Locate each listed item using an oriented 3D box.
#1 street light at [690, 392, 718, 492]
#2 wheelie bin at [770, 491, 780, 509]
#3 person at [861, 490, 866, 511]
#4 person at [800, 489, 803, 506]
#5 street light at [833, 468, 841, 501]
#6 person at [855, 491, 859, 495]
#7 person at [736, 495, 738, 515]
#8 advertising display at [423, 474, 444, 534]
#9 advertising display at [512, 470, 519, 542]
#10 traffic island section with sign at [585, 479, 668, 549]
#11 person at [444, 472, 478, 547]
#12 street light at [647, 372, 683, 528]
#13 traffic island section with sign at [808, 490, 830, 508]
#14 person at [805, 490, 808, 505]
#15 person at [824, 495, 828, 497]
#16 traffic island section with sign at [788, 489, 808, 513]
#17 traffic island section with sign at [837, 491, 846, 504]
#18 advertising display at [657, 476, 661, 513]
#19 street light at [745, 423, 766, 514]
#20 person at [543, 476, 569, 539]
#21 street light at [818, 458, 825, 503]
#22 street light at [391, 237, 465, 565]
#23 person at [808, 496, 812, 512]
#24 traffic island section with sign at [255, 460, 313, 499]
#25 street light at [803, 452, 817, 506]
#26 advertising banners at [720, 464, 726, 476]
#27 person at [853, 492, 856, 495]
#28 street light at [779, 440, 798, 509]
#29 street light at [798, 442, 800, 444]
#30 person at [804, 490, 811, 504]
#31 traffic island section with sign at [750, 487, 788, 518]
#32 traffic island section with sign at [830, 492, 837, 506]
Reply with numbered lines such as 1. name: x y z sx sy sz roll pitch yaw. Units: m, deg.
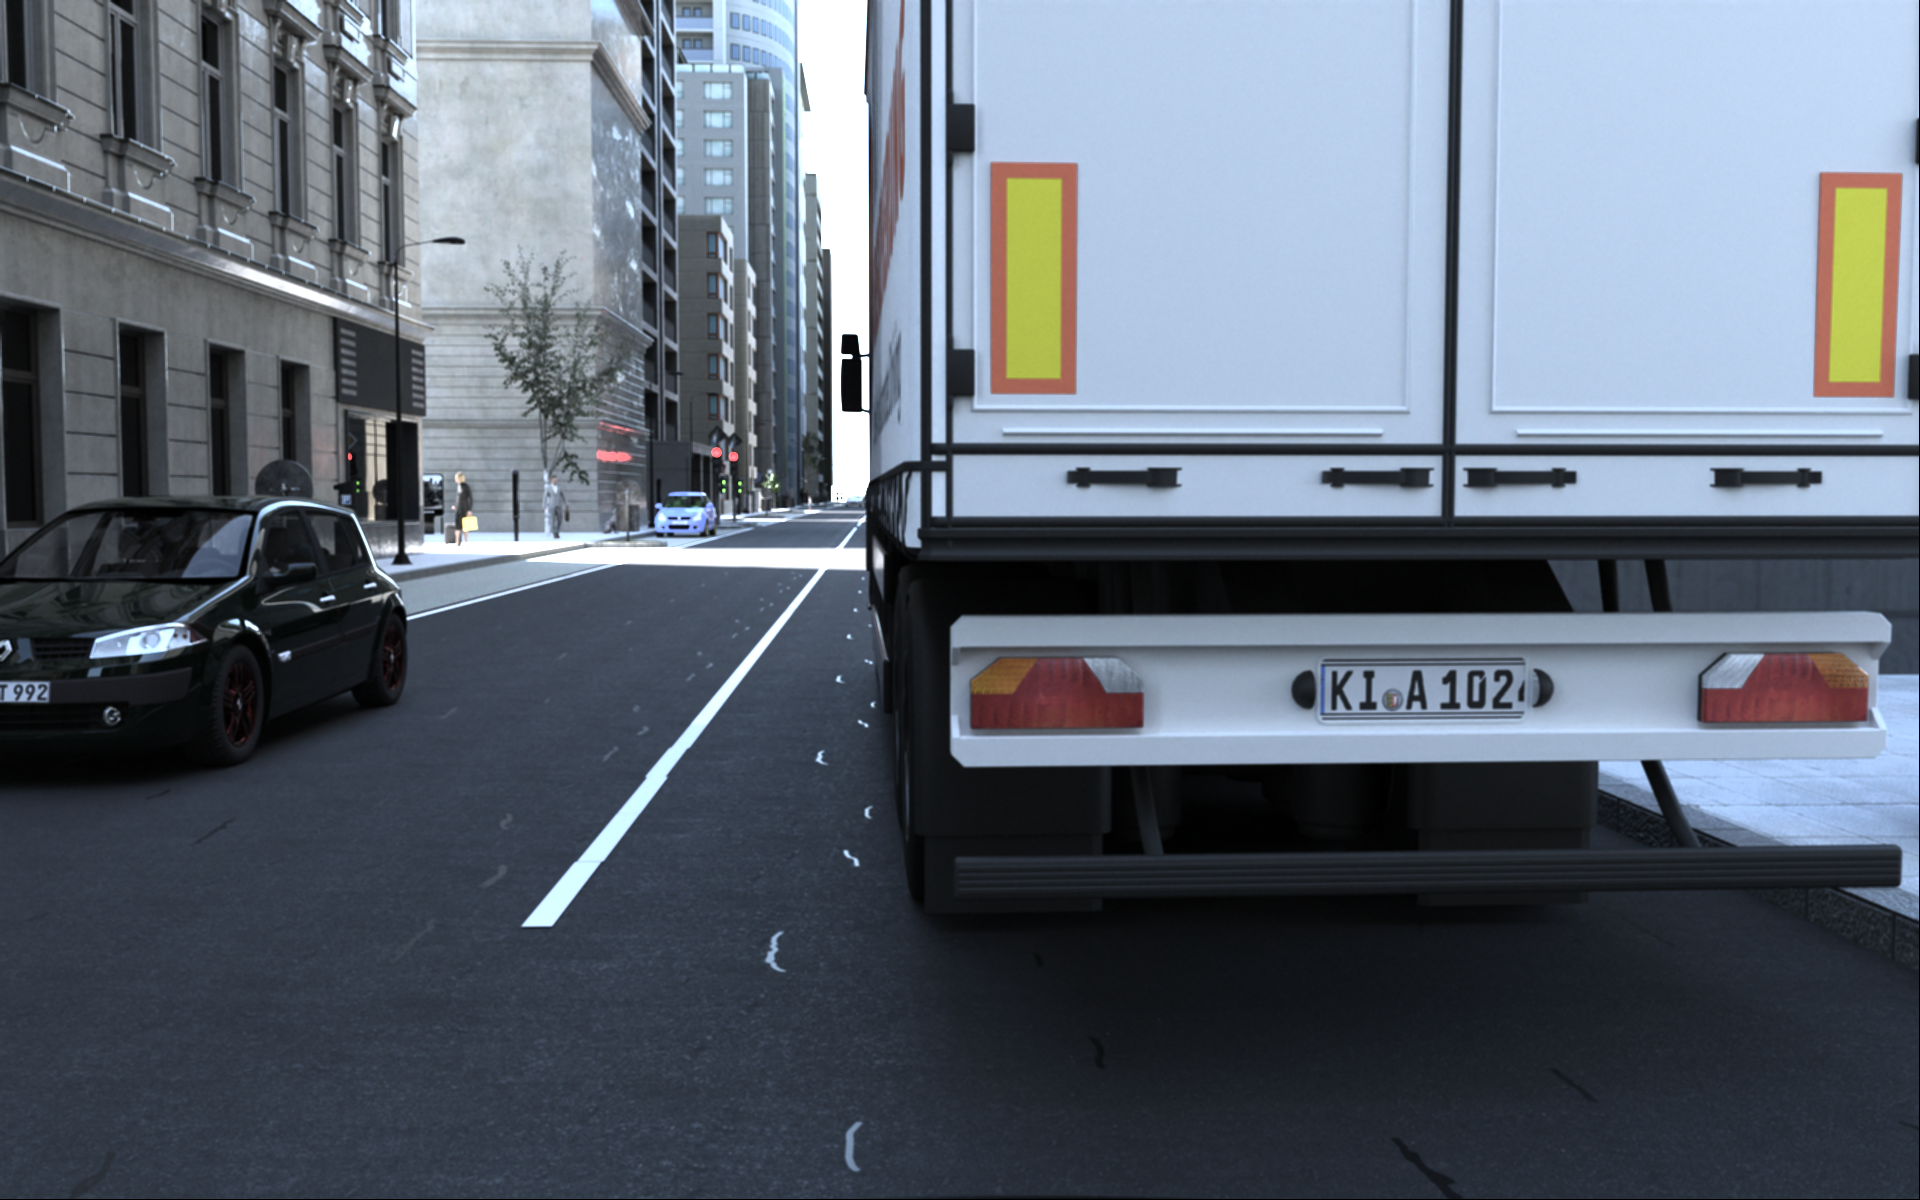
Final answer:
1. street light: -11.696 -6.507 78.924 1.470 5.913 1.316 0 4 -3
2. wheelie bin: -16.309 -8.901 153.440 0.980 1.594 0.693 -2 4 -25
3. person: -8.135 -8.618 149.594 0.709 1.800 0.728 -3 5 -40
4. person: -16.694 -10.856 183.171 0.705 1.869 1.348 0 4 -2
5. street light: -21.901 -20.506 307.810 1.470 5.913 1.316 0 4 -3
6. person: -13.577 -13.391 227.067 0.705 1.869 1.348 -3 4 -39
7. person: -13.593 -5.767 105.024 0.332 1.250 0.352 0 4 4
8. advertising display: -16.937 -3.051 55.101 0.974 1.923 0.123 -1 4 -21
9. advertising display: -12.041 -2.554 46.975 0.123 1.923 0.974 -1 4 -12
10. traffic island section with sign: -8.874 -2.300 46.241 1.989 1.847 2.006 0 4 -3
11. person: -12.101 -2.183 41.959 0.699 1.804 1.509 -1 4 -20
12. street light: -11.194 -5.707 65.855 1.470 5.913 1.316 0 4 -3
13. traffic island section with sign: -14.722 -10.385 178.423 1.989 1.847 2.006 0 4 -3
14. person: -17.429 -11.611 196.804 0.541 1.710 0.530 -3 5 -41
15. person: -20.963 -16.012 268.550 1.217 1.743 0.721 3 4 39
16. traffic island section with sign: -12.534 -7.359 128.946 1.989 1.847 2.006 0 4 -3
17. traffic island section with sign: -18.394 -15.450 261.227 1.989 1.847 2.006 0 4 -3
18. advertising display: -11.082 -3.582 63.778 0.123 1.923 0.974 0 4 -8
19. street light: -13.375 -8.612 113.354 1.470 5.913 1.316 0 4 -3
20. person: -11.626 -2.671 49.831 0.709 1.813 0.853 -2 4 -32
21. street light: -18.878 -16.261 238.413 1.470 5.913 1.316 0 4 -3
22. street light: -9.639 -3.601 31.419 1.470 5.913 1.316 0 4 -3
23. person: -12.248 -7.841 141.387 0.332 1.250 0.352 -2 4 -35
24. traffic island section with sign: -7.678 -0.653 19.312 1.989 1.847 2.006 0 4 -3
25. street light: -16.713 -13.364 191.036 1.470 5.913 1.316 0 4 -3
26. advertising banners: -14.836 -6.479 102.124 2.074 3.025 0.090 0 4 -3
27. person: -14.355 -14.043 238.033 1.348 1.831 0.705 0 4 4
28. street light: -14.829 -10.737 148.092 1.470 5.913 1.316 0 4 -3
29. street light: -15.079 -11.181 155.355 1.470 5.913 1.316 0 4 -3
30. person: -20.319 -13.556 227.705 1.348 1.821 0.705 -1 4 -12
31. traffic island section with sign: -11.343 -5.712 102.017 1.989 1.847 2.006 0 4 -3
32. traffic island section with sign: -15.927 -12.032 205.352 1.989 1.847 2.006 0 4 -3
